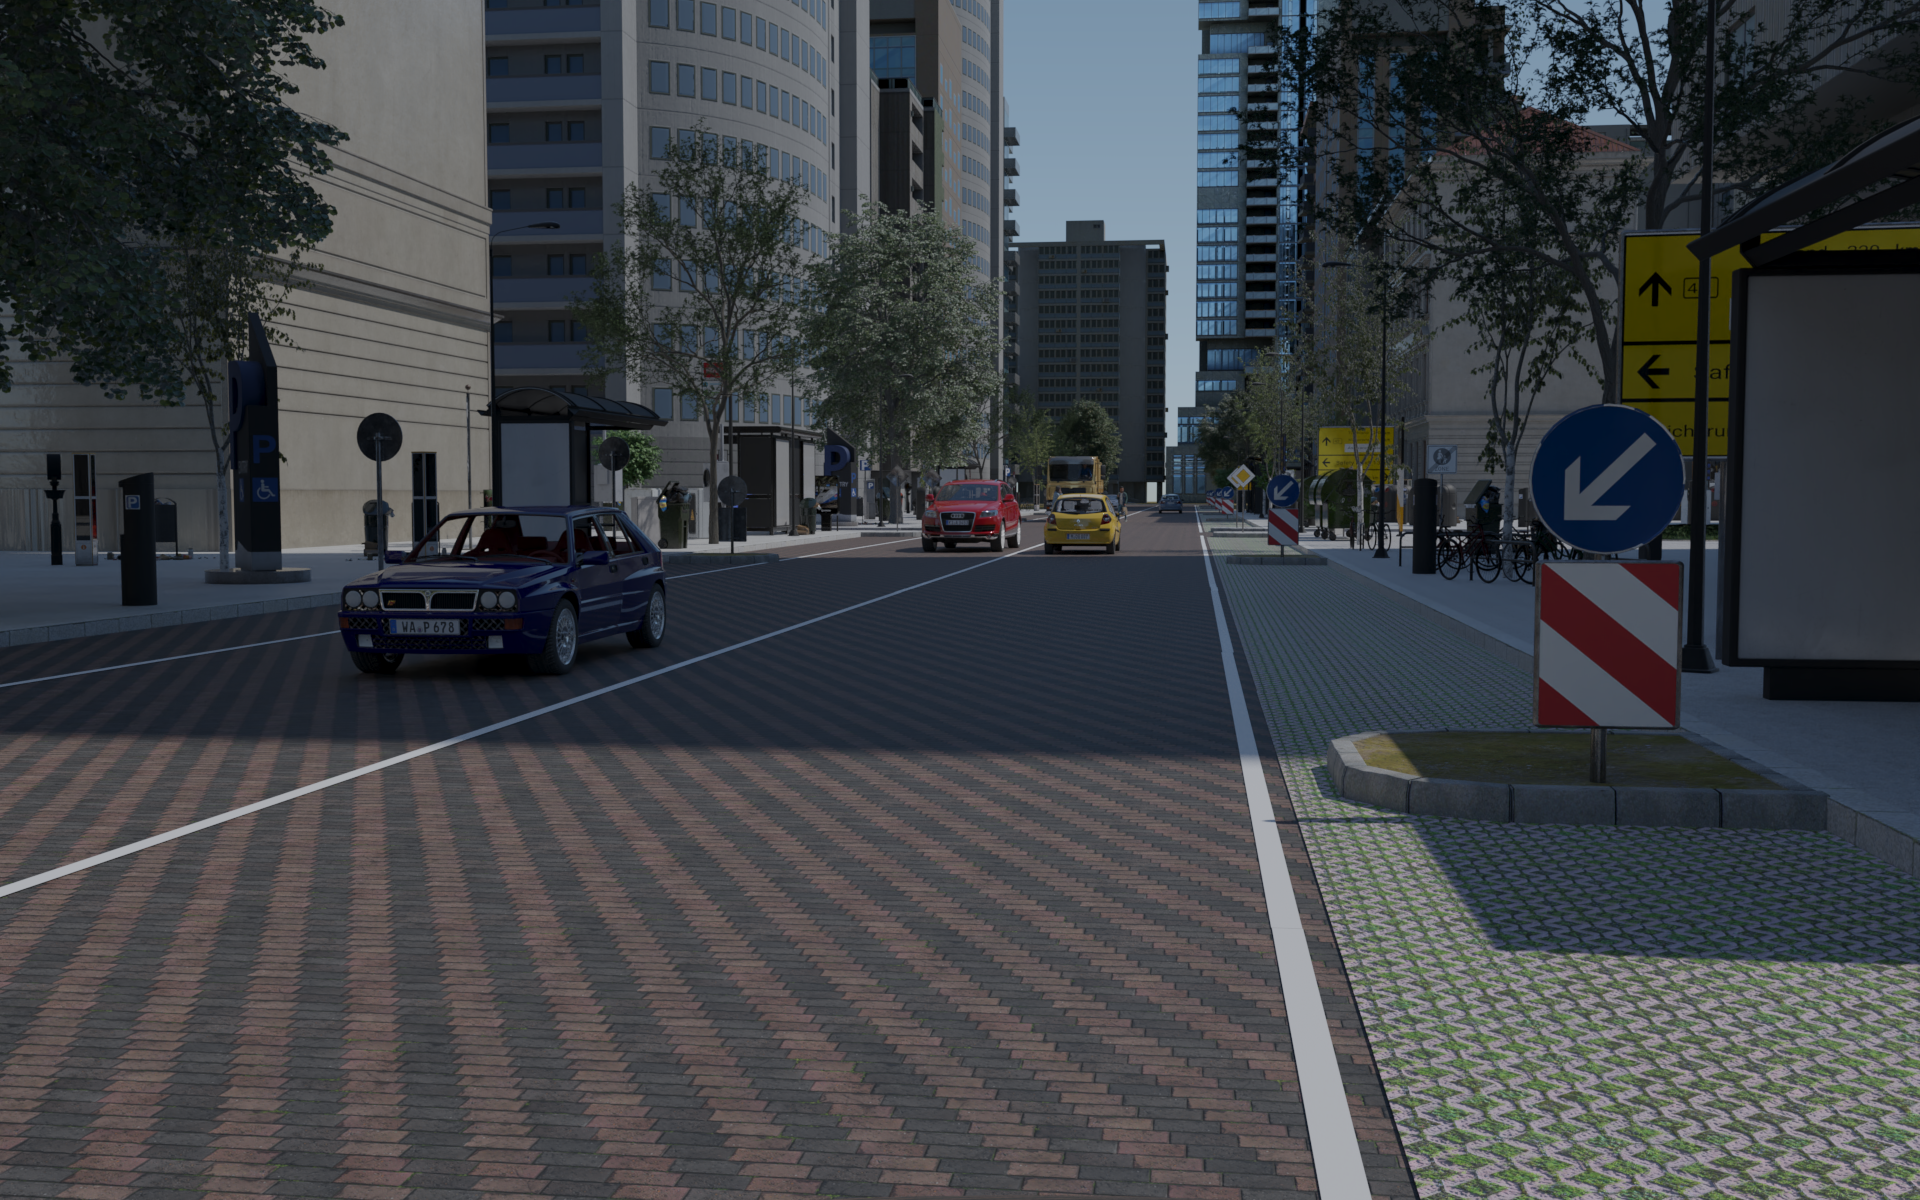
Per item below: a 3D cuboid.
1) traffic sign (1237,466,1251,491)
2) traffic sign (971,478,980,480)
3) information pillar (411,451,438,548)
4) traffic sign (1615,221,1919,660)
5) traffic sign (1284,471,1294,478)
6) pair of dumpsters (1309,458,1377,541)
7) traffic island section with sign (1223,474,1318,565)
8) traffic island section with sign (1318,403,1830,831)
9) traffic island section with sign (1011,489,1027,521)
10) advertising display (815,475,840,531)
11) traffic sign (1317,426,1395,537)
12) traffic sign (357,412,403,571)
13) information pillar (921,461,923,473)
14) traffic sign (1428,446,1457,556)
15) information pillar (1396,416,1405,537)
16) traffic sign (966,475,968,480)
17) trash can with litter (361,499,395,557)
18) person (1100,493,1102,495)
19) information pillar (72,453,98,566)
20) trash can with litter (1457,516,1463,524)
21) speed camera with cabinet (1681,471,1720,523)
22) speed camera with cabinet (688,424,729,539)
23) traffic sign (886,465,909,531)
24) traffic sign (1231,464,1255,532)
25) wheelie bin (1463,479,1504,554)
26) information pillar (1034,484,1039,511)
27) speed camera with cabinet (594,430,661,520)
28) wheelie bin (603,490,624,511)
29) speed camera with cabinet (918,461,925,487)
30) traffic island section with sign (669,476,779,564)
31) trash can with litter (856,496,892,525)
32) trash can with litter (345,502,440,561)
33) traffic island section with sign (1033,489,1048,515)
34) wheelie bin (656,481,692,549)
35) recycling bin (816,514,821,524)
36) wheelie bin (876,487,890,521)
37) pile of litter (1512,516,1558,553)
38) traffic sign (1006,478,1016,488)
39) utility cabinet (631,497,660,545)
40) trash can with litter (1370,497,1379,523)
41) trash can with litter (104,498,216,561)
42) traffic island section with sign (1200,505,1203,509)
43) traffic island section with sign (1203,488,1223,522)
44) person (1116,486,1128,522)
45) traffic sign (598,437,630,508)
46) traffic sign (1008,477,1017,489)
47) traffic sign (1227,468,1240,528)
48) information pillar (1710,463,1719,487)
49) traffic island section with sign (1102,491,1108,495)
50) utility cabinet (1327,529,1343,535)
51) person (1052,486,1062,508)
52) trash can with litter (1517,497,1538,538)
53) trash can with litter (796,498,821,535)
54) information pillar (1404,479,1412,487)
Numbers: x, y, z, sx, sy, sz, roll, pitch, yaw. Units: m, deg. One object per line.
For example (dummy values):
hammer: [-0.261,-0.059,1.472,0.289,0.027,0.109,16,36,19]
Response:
traffic sign: [20.895,-7.921,123.378,2.265,3.308,0.079,1,4,16]
traffic sign: [1.037,-6.812,113.500,0.606,2.300,0.079,0,4,8]
information pillar: [-9.254,-1.558,29.963,0.304,2.012,0.304,2,4,28]
traffic sign: [6.202,-1.185,13.255,2.265,3.308,0.079,1,4,12]
traffic sign: [13.995,-4.409,74.212,0.606,2.300,0.079,1,4,12]
pair of dumpsters: [10.861,-2.860,49.247,1.574,2.255,4.437,0,4,8]
traffic island section with sign: [6.494,-1.650,35.612,1.989,1.847,2.006,0,4,8]
traffic island section with sign: [2.835,0.015,8.390,1.989,1.847,2.006,0,4,8]
traffic island section with sign: [2.501,-5.079,91.662,1.989,1.847,2.006,0,4,8]
advertising display: [-4.613,-3.336,59.764,0.974,1.923,0.123,1,4,22]
traffic sign: [11.825,-3.542,51.786,2.265,3.308,0.079,1,4,11]
traffic sign: [-9.067,-1.648,27.051,0.768,2.556,0.104,1,4,9]
information pillar: [-2.019,-6.585,99.021,0.504,3.616,0.183,3,5,42]
traffic sign: [10.018,-2.074,36.046,0.606,2.300,0.079,1,4,15]
information pillar: [13.308,-3.728,52.305,0.183,3.616,0.504,0,4,1]
traffic sign: [0.048,-6.022,98.568,0.768,2.556,0.104,1,4,15]
trash can with litter: [-12.092,-1.503,35.960,0.624,1.170,1.055,-1,4,-13]
person: [17.847,-13.015,221.819,0.617,1.759,0.750,3,4,37]
information pillar: [-15.588,-1.613,30.865,0.304,2.012,0.304,-1,4,-9]
trash can with litter: [21.284,-3.911,75.335,1.055,1.170,0.624,0,4,-6]
speed camera with cabinet: [30.295,-4.629,70.014,2.038,3.252,0.660,0,4,-4]
speed camera with cabinet: [-7.201,-3.368,49.406,0.660,3.252,2.038,-2,4,-28]
traffic sign: [-2.145,-3.407,59.342,0.795,2.450,0.064,0,4,8]
traffic sign: [9.442,-3.311,57.770,0.795,2.450,0.064,0,4,8]
wheelie bin: [11.251,-1.793,37.221,0.693,1.594,0.980,0,4,-8]
information pillar: [5.804,-7.754,131.267,0.304,2.012,0.304,3,5,40]
speed camera with cabinet: [-10.043,-3.550,52.372,2.038,3.252,0.660,1,4,21]
wheelie bin: [-12.092,-3.185,59.986,0.980,1.594,0.693,1,4,18]
speed camera with cabinet: [-1.189,-5.940,91.457,2.038,3.252,0.660,1,4,12]
traffic island section with sign: [-4.901,-1.709,36.565,1.989,1.847,2.006,0,4,8]
trash can with litter: [-3.970,-3.759,72.516,2.233,1.210,1.678,1,4,13]
trash can with litter: [-10.848,-1.392,33.814,2.233,1.210,1.678,-2,4,-24]
traffic island section with sign: [6.085,-6.713,118.379,1.989,1.847,2.006,0,4,8]
wheelie bin: [-6.706,-2.005,40.696,0.693,1.594,0.980,1,4,11]
recycling bin: [-5.834,-3.842,75.368,0.722,1.027,0.722,2,4,29]
wheelie bin: [-3.578,-4.559,82.454,0.693,1.594,0.980,2,4,31]
pile of litter: [12.724,-1.517,38.773,1.719,0.858,1.176,-2,4,-35]
traffic sign: [3.536,-7.302,120.570,0.795,2.450,0.064,1,4,10]
utility cabinet: [-7.837,-1.999,43.853,0.306,1.237,1.020,3,5,43]
trash can with litter: [16.174,-3.529,69.079,1.055,1.170,0.624,-1,4,-18]
trash can with litter: [-15.929,-1.395,33.865,2.233,1.210,1.678,0,4,-2]
traffic island section with sign: [17.449,-6.639,117.182,1.989,1.847,2.006,0,4,8]
traffic island section with sign: [13.860,-5.005,90.466,1.989,1.847,2.006,0,4,8]
person: [8.377,-4.937,89.199,0.794,1.824,0.713,3,5,45]
traffic sign: [-7.667,-2.339,38.350,0.768,2.556,0.104,1,4,16]
traffic sign: [3.773,-7.716,126.257,0.768,2.556,0.104,1,4,13]
traffic sign: [10.505,-3.795,65.685,0.795,2.450,0.064,0,4,8]
information pillar: [55.724,-8.377,128.310,0.504,3.616,0.183,0,4,7]
traffic island section with sign: [16.438,-11.425,195.422,1.989,1.847,2.006,0,4,8]
utility cabinet: [11.705,-2.778,54.105,0.318,1.500,1.173,2,4,25]
person: [4.194,-4.077,75.422,0.793,1.790,0.793,3,5,41]
trash can with litter: [17.261,-2.436,50.893,2.233,1.210,1.678,-2,4,-25]
trash can with litter: [-4.782,-2.628,54.353,0.624,1.170,1.055,1,4,10]
information pillar: [22.376,-5.026,86.659,0.304,2.012,0.304,-3,4,-38]
